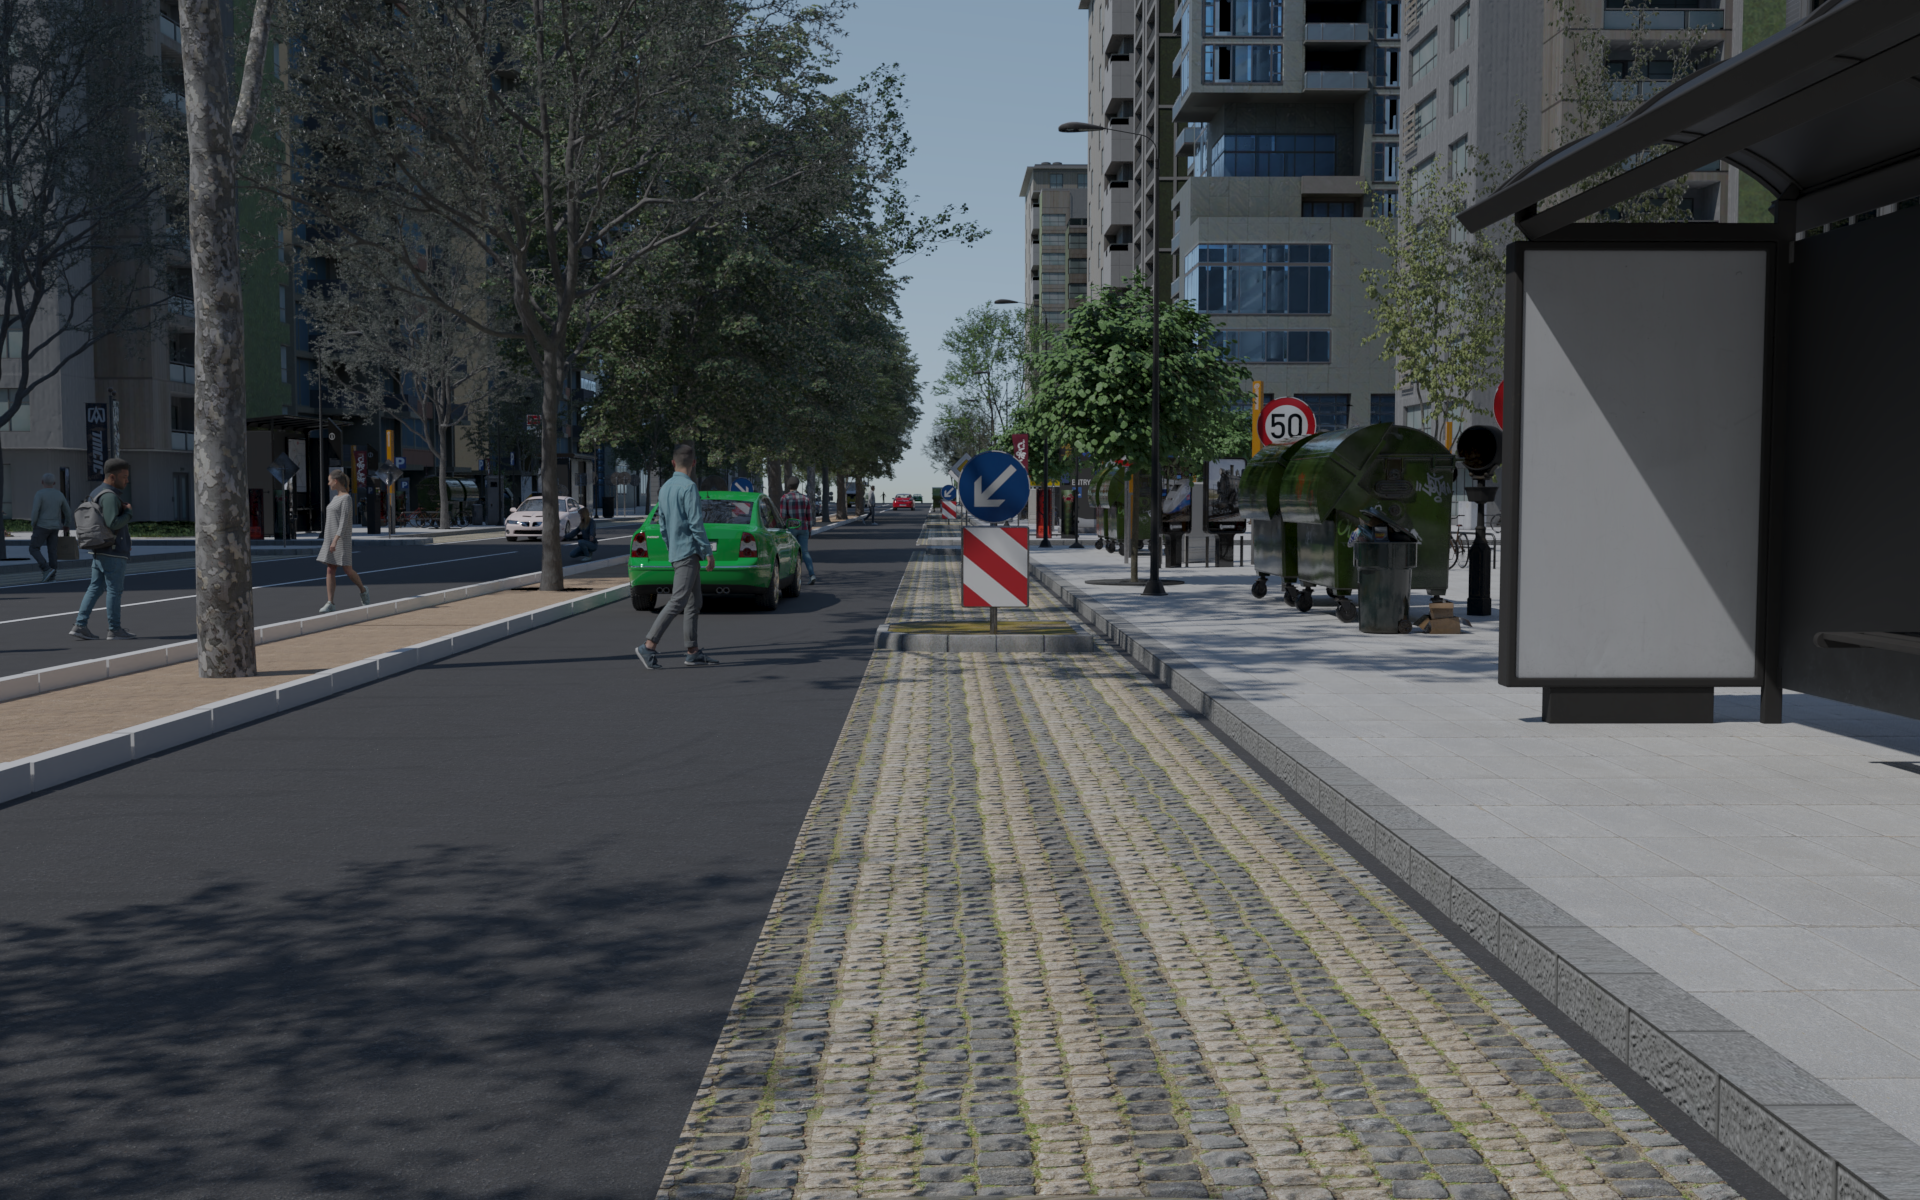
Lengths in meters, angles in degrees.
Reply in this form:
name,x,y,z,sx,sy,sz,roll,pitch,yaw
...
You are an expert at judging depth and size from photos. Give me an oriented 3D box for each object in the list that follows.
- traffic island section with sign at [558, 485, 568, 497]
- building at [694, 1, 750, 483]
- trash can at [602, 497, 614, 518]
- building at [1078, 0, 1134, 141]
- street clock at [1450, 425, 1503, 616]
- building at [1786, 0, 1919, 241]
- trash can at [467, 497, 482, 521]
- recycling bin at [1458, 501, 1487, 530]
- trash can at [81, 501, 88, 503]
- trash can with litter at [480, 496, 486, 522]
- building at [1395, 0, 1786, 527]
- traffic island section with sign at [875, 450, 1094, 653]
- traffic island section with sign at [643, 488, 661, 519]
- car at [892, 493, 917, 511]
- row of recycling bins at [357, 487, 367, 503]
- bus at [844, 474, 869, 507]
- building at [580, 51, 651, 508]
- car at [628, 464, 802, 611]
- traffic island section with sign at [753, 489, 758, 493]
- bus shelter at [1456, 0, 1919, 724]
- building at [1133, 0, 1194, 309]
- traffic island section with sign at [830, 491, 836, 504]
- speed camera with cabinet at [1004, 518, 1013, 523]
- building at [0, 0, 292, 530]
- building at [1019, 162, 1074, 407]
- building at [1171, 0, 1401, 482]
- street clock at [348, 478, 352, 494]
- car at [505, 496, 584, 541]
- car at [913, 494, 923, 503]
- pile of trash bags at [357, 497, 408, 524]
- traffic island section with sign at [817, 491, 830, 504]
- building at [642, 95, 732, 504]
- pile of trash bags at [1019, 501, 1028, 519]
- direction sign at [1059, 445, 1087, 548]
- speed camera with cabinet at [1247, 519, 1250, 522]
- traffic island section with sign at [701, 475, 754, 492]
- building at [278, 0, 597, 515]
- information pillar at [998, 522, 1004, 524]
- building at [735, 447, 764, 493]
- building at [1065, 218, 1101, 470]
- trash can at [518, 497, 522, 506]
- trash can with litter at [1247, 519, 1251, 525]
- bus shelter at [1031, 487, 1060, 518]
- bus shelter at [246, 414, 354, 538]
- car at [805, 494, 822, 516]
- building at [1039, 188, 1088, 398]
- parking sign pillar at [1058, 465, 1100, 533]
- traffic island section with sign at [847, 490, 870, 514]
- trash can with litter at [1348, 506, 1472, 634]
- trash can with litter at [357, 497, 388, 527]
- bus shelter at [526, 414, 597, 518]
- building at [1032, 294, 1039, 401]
name,x,y,z,sx,sy,sz,roll,pitch,yaw
traffic island section with sign,-16.636,-3.869,71.885,1.989,1.847,2.006,0,4,-1
building,-42.010,-50.028,256.205,20.563,71.187,20.611,0,4,-1
trash can,-18.673,-4.909,91.910,0.748,1.137,0.748,0,3,0
building,26.348,-34.977,161.111,28.713,52.752,27.495,0,4,-1
street clock,5.489,-0.837,18.257,0.358,2.002,0.471,-3,5,-45
building,20.910,-13.727,17.939,14.314,27.812,24.014,0,4,-1
trash can,-21.772,-4.028,77.516,0.748,1.137,0.748,0,3,0
recycling bin,18.235,-3.002,61.644,0.722,1.027,0.722,-1,4,-20
trash can,-18.999,-1.627,38.260,0.748,1.137,0.748,0,3,0
trash can with litter,-21.957,-4.183,79.783,0.624,1.170,1.055,0,4,-5
building,26.131,-23.548,68.601,14.086,41.232,14.154,0,4,-1
traffic island section with sign,0.195,-0.481,16.498,1.989,1.847,2.006,0,4,-1
traffic island section with sign,-17.012,-5.533,99.087,1.989,1.847,2.006,0,4,-1
car,-4.830,-8.591,149.498,2.155,1.783,4.494,0,4,1
row of recycling bins,-29.273,-4.471,80.209,3.534,1.692,1.069,-1,4,-15
bus,-11.236,-11.858,185.432,2.896,3.916,12.252,0,4,-1
building,-42.015,-52.254,167.021,22.319,86.520,31.000,0,4,-1
car,-3.121,-0.849,22.683,1.959,1.807,4.718,0,4,1
traffic island section with sign,-17.690,-8.602,149.273,1.989,1.847,2.006,0,4,-1
bus shelter,3.845,-0.808,7.130,2.014,3.302,5.546,0,4,-1
building,22.850,-42.706,136.490,20.563,71.187,20.611,0,4,-1
traffic island section with sign,-19.204,-15.316,259.047,1.989,1.847,2.006,0,4,-1
speed camera with cabinet,2.189,-5.147,78.487,0.660,3.252,2.038,1,4,23
building,-35.313,-23.370,65.691,14.154,41.232,14.086,0,4,-1
building,24.151,-41.655,270.302,28.713,52.752,27.495,0,4,-1
building,21.231,-48.337,102.979,22.319,86.520,31.000,0,4,-1
street clock,-27.663,-4.528,78.610,0.358,2.002,0.471,-1,4,-8
car,-12.828,-2.542,53.928,2.083,1.381,4.827,0,4,-1
car,-6.972,-16.732,282.356,1.959,1.807,4.718,0,4,-3
pile of trash bags,-25.189,-3.915,73.769,3.447,1.369,1.912,0,4,7
traffic island section with sign,-18.836,-13.668,232.094,1.989,1.847,2.006,0,4,-1
building,-42.978,-42.215,232.211,21.231,58.520,28.212,0,4,-1
pile of trash bags,3.774,-4.854,89.118,1.912,1.369,3.447,-1,4,-19
direction sign,2.773,-3.002,41.078,0.876,3.537,0.379,1,4,20
speed camera with cabinet,12.749,-4.990,75.917,0.660,3.252,2.038,0,4,2
traffic island section with sign,-6.032,-2.065,41.894,2.006,1.907,1.989,0,4,-1
building,-41.771,-29.590,138.418,22.147,44.769,28.867,0,4,-1
information pillar,1.681,-4.281,74.489,0.304,2.012,0.304,-3,4,-36
building,-39.017,-36.166,274.902,14.154,41.232,14.086,0,4,-1
building,17.949,-25.159,183.047,14.160,30.474,14.107,0,4,-1
trash can,-22.313,-4.721,88.841,0.748,1.137,0.748,0,3,0
trash can with litter,11.988,-3.752,72.736,1.055,1.170,0.624,0,4,-4
bus shelter,4.278,-6.299,80.620,2.179,5.291,8.768,0,4,-1
bus shelter,-20.811,-3.846,54.164,1.731,3.624,6.357,0,4,-1
car,-10.128,-6.324,115.407,2.014,1.417,4.499,0,4,-1
building,17.613,-33.654,233.830,14.154,41.232,14.086,0,4,-1
parking sign pillar,3.946,-4.195,57.055,1.447,3.967,1.447,2,4,32
traffic island section with sign,-7.167,-7.113,124.432,2.006,1.907,1.989,0,4,-1
trash can with litter,4.162,-0.284,16.039,1.055,1.170,0.624,0,4,0
trash can with litter,-23.101,-3.469,68.112,1.055,1.170,0.624,-3,5,-44
bus shelter,-20.754,-6.865,89.880,2.179,5.291,8.768,0,4,-1
building,17.228,-29.231,249.632,14.160,30.474,14.107,0,4,-1
